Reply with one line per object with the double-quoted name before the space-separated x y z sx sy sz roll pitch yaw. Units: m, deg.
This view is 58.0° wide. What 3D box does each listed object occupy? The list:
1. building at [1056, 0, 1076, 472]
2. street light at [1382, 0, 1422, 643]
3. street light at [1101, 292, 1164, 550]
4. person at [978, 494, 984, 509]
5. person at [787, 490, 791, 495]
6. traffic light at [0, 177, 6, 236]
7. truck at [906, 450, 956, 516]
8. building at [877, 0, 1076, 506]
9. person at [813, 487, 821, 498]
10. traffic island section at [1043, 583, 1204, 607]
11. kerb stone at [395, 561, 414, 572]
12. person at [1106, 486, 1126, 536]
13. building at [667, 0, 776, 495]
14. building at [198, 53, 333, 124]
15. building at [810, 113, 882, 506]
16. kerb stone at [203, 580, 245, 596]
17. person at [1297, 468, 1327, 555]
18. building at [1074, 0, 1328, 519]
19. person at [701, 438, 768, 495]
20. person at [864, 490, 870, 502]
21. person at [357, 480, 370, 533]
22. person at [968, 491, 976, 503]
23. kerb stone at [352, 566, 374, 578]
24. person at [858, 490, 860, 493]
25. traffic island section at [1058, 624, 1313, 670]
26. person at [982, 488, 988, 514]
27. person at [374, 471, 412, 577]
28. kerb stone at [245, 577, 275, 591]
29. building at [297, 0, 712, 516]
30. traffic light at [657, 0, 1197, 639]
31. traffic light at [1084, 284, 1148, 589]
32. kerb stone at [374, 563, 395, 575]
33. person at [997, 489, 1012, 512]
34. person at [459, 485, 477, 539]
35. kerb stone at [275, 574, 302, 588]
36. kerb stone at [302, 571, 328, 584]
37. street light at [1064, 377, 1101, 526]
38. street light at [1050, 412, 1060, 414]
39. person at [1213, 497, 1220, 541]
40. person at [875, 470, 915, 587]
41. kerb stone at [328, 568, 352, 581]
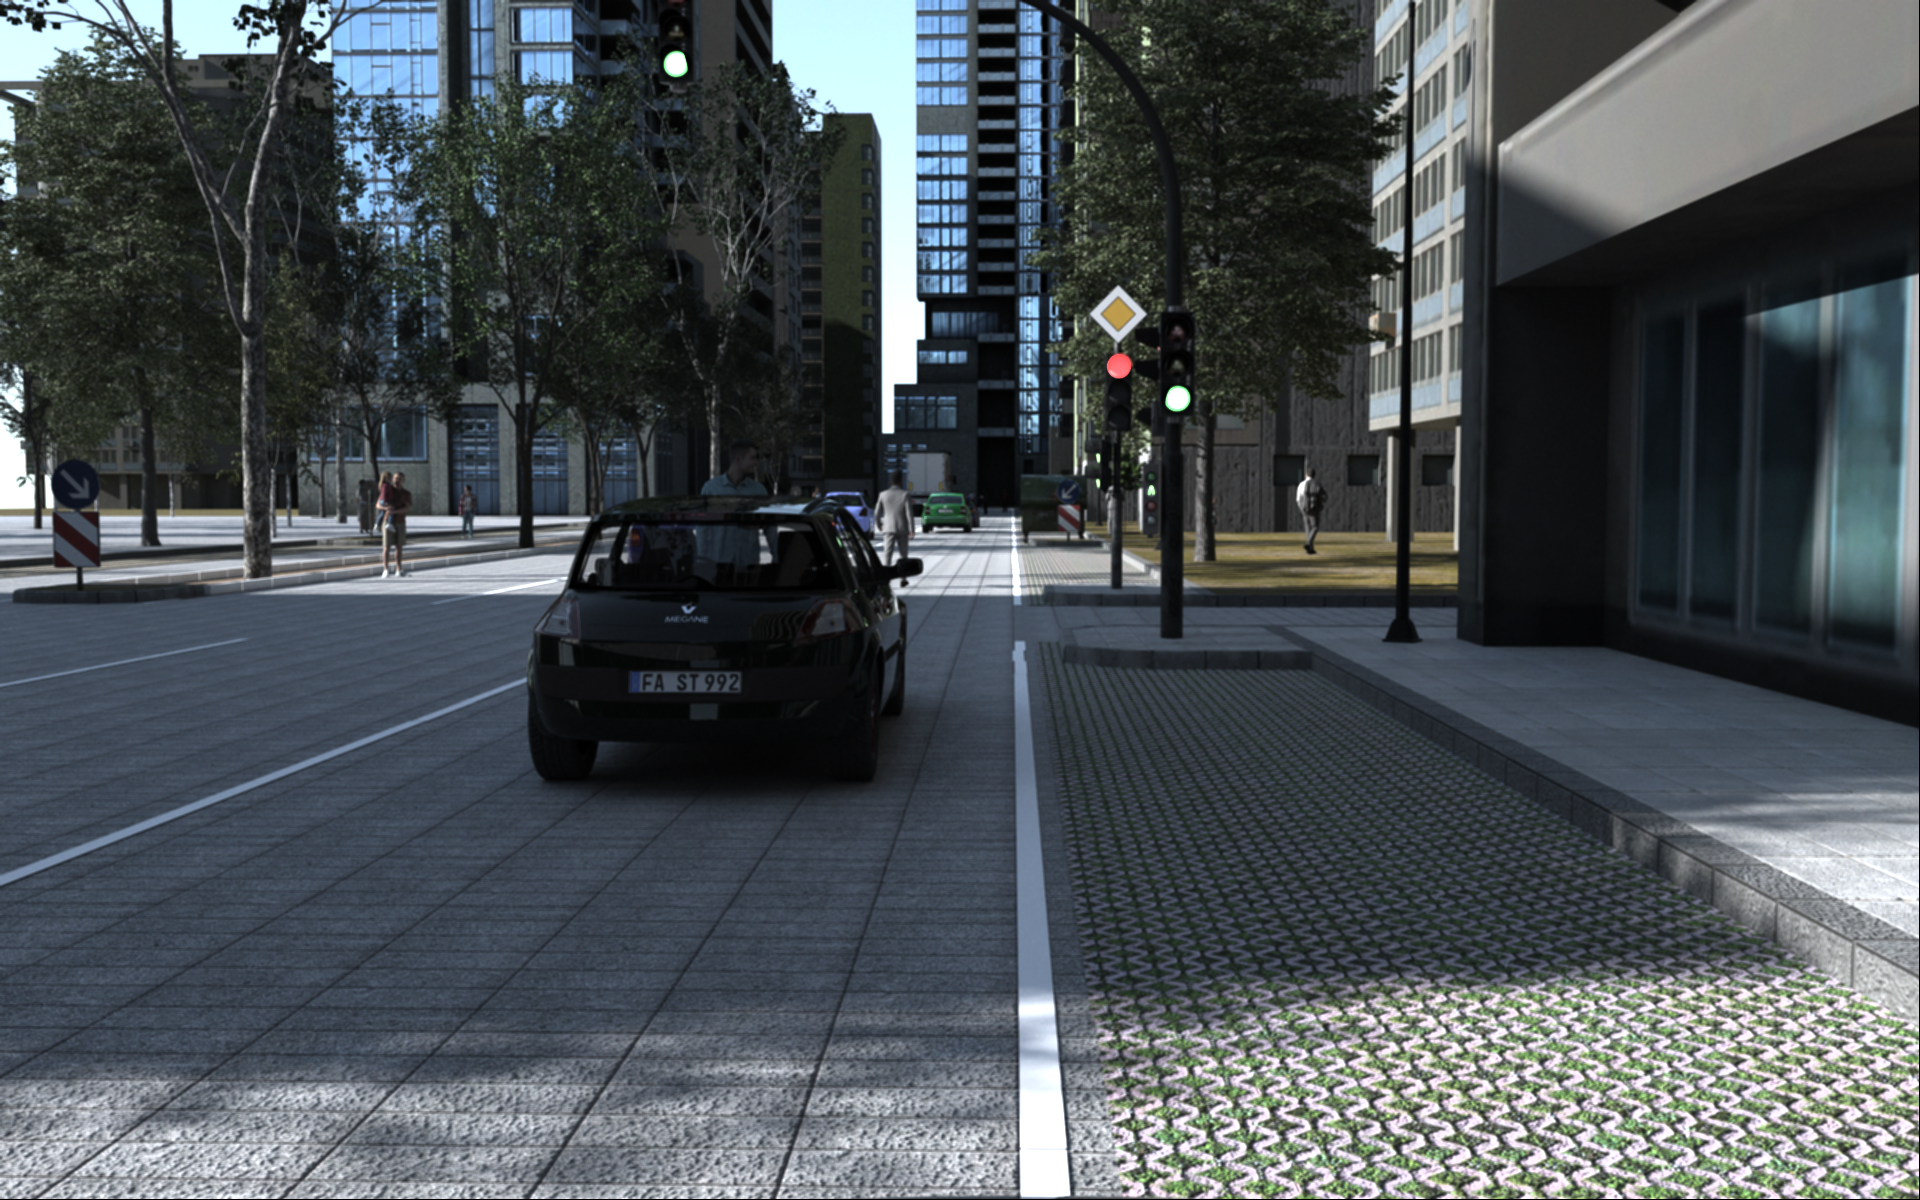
"building" 18.424 -28.973 128.339 22.147 44.769 28.867 0 4 2
"street light" 3.310 -2.593 14.931 1.470 5.913 1.316 0 4 2
"street light" 4.068 -4.095 39.490 1.470 5.913 1.316 0 4 2
"person" 2.143 -9.694 170.192 0.628 1.438 0.799 2 4 24
"person" -12.093 -7.012 123.818 0.621 1.740 0.551 2 4 31
"traffic light" -15.655 -3.012 23.914 4.771 5.953 1.251 0 4 2
"truck" -1.899 -7.696 114.735 2.839 4.237 11.283 0 4 3
"building" 7.115 -53.742 191.351 31.000 86.520 22.319 0 4 2
"person" -7.270 -4.831 87.580 0.616 1.811 0.778 -3 5 -39
"traffic island section" 2.144 -0.073 23.478 2.009 0.180 2.903 0 4 2
"kerb stone" -10.385 -0.605 32.080 0.120 0.150 1.000 0 4 2
"person" 4.712 -2.835 52.601 0.606 1.804 0.583 0 4 -6
"building" -27.147 -31.613 140.582 21.300 48.544 21.600 0 4 2
"building" -71.885 -34.931 194.815 21.600 48.544 21.300 0 4 2
"building" -15.856 -30.936 189.405 14.086 41.232 14.154 0 4 2
"kerb stone" -10.602 -0.163 24.902 0.120 0.150 1.000 0 4 2
"person" 7.495 -1.879 36.870 0.679 1.850 0.850 2 4 33
"building" 14.096 -25.904 107.130 14.154 41.232 14.086 0 4 2
"person" -1.640 -0.275 12.855 0.638 1.841 0.748 0 4 -2
"person" -6.468 -6.603 117.182 0.721 1.735 1.217 3 4 36
"person" -19.505 -3.071 56.820 0.480 1.755 0.524 0 4 7
"person" 1.074 -8.971 156.110 0.756 1.711 0.436 1 4 19
"kerb stone" -10.450 -0.476 30.021 0.120 0.150 1.000 0 4 2
"person" -8.074 -8.006 140.104 0.721 1.736 1.217 -1 4 -11
"traffic island section" 1.905 0.415 15.496 2.009 0.180 2.903 0 4 2
"person" 1.762 -6.938 121.903 0.705 1.831 1.348 -1 4 -8
"person" -9.817 -1.312 29.932 0.573 1.828 0.580 1 4 17
"kerb stone" -10.572 -0.228 25.927 0.120 0.150 1.000 0 4 2
"building" -28.330 -48.962 113.195 22.319 86.520 31.000 0 4 2
"traffic light" -0.229 -2.485 15.304 4.771 5.953 1.251 0 4 2
"traffic light" 2.104 -2.107 23.365 0.839 4.253 0.868 0 4 2
"kerb stone" -10.422 -0.542 31.051 0.120 0.150 1.000 0 4 2
"person" 3.510 -7.776 135.571 1.348 1.831 0.705 2 4 28
"person" -15.730 -2.818 55.406 0.563 1.720 0.643 -1 4 -13
"kerb stone" -10.538 -0.291 26.948 0.120 0.150 1.000 0 4 2
"kerb stone" -10.513 -0.354 27.977 0.120 0.150 1.000 0 4 2
"street light" 5.002 -5.897 68.960 1.470 5.913 1.316 0 4 2
"street light" 5.787 -7.700 98.435 1.470 5.913 1.316 0 4 2
"person" 6.879 -2.218 47.324 0.382 1.210 0.505 3 5 42
"person" -0.993 -1.080 26.430 0.678 1.792 0.850 1 4 9
"kerb stone" -10.475 -0.413 28.999 0.120 0.150 1.000 0 4 2
